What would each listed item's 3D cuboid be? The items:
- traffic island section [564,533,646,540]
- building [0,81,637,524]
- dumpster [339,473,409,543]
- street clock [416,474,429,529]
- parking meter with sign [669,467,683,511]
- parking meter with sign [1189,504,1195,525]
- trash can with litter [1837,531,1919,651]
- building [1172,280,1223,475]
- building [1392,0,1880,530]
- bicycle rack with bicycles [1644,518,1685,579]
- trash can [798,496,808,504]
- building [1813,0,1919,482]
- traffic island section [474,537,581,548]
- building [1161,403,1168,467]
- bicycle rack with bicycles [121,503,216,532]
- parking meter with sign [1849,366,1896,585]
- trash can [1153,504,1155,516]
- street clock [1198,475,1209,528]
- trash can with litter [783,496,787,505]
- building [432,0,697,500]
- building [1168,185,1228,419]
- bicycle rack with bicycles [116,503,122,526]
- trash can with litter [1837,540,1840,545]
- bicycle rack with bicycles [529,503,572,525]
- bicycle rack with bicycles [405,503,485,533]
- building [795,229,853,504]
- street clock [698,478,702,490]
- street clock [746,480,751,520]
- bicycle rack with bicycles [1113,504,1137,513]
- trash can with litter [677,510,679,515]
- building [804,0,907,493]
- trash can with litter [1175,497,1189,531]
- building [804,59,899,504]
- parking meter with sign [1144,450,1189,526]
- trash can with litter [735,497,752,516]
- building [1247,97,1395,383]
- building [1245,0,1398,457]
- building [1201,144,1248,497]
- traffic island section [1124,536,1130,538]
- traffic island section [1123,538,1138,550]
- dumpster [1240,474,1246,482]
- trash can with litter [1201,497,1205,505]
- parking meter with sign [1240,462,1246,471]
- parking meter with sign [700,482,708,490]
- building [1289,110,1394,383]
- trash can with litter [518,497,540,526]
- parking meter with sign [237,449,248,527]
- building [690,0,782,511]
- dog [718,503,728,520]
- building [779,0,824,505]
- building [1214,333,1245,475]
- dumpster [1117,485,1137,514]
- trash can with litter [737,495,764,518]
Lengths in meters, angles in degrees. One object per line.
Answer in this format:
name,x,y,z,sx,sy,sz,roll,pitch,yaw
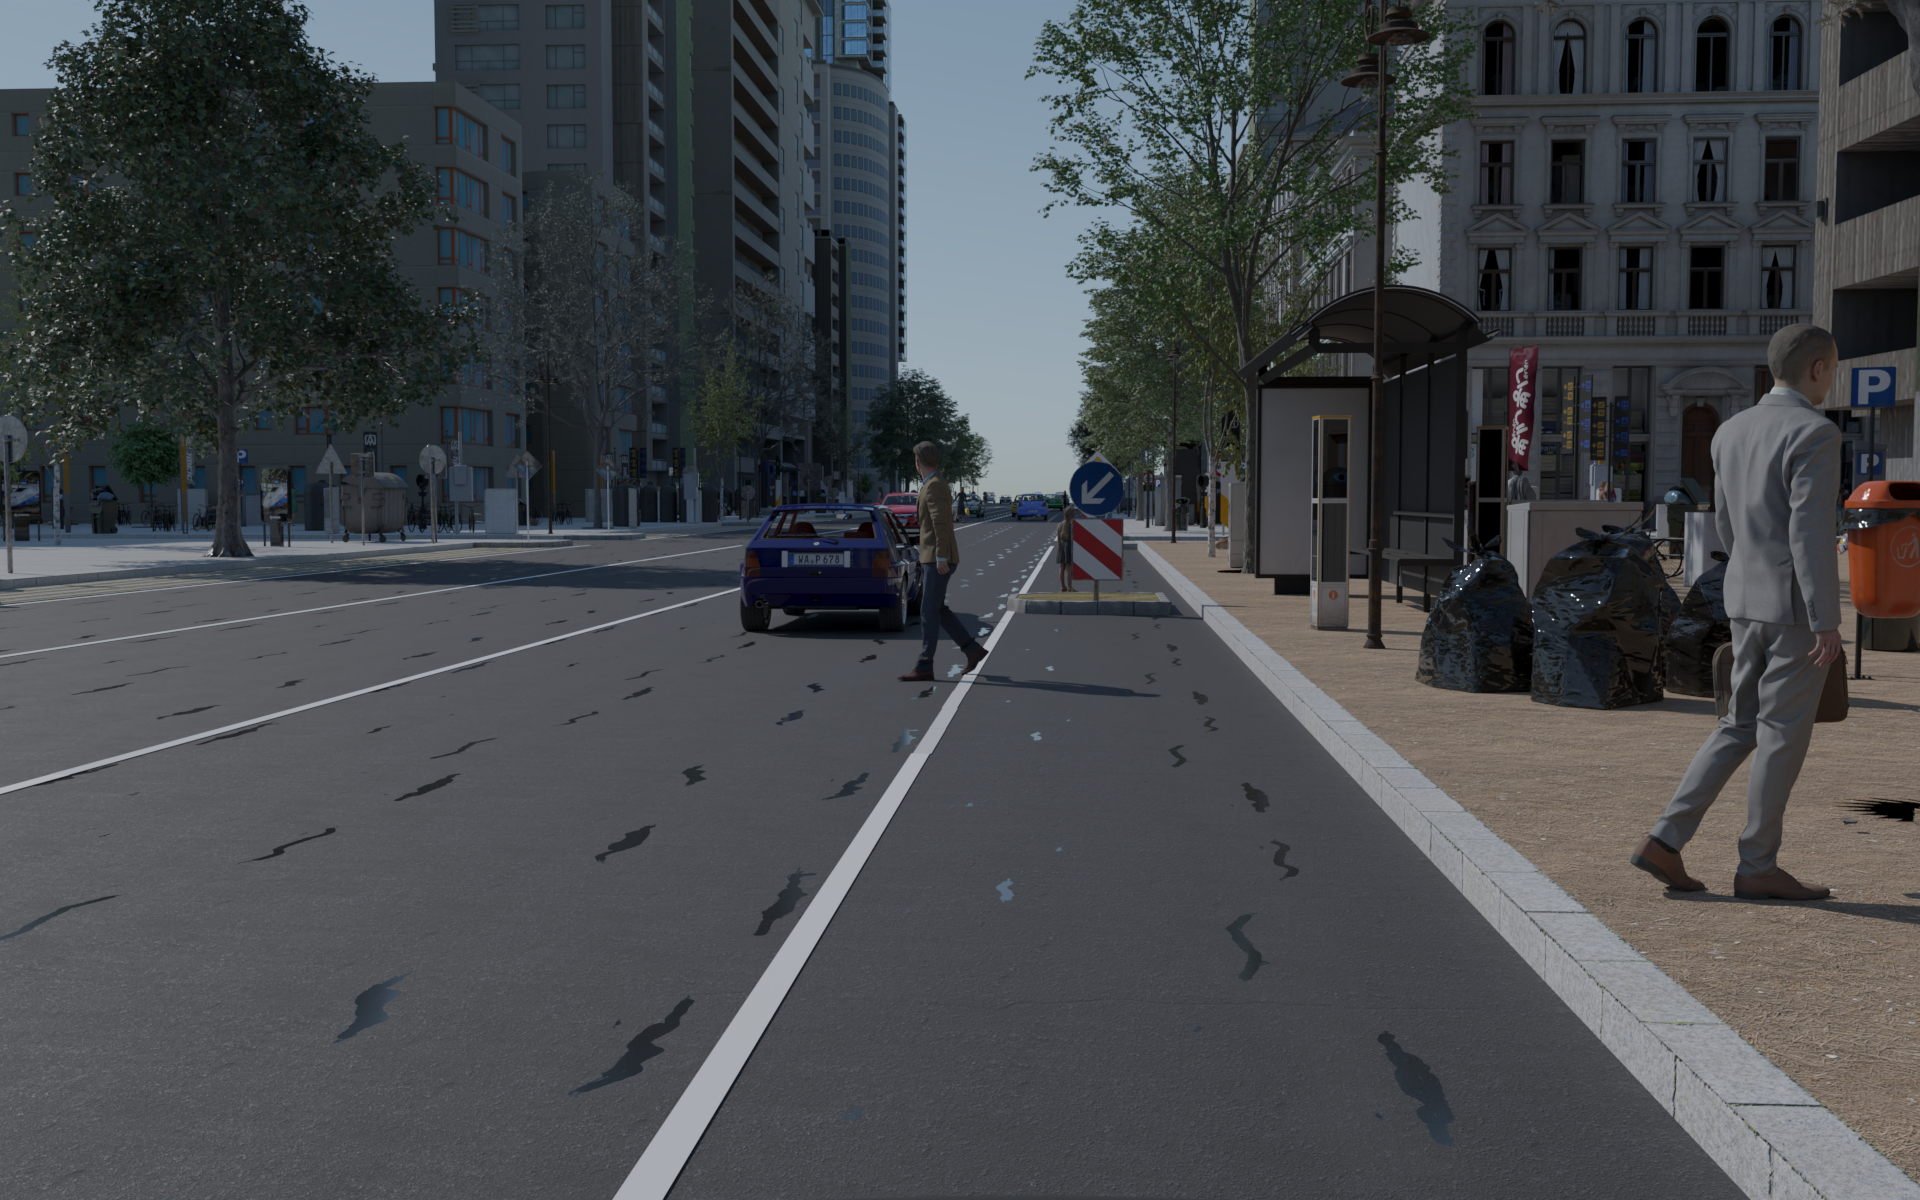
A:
traffic island section,-11.225,-2.012,55.183,2.009,0.180,2.903,0,4,4
building,-33.854,-14.871,88.180,27.650,21.520,28.899,0,4,4
dumpster,-15.706,-2.487,46.414,1.264,1.857,1.865,0,4,4
street clock,-19.664,-3.598,63.393,0.471,2.002,0.358,3,5,39
parking meter with sign,-18.149,-7.137,112.948,0.543,3.016,1.738,3,4,37
parking meter with sign,8.722,-4.565,70.892,1.738,3.016,0.543,1,4,11
trash can with litter,7.815,-0.183,14.385,1.055,1.170,0.624,-2,4,-35
building,35.574,-28.368,235.510,14.160,30.474,14.107,0,4,4
building,26.700,-14.481,65.649,19.941,23.489,11.050,0,4,4
bicycle rack with bicycles,10.079,-0.796,26.392,2.852,0.926,2.925,-2,4,-30
trash can,-10.584,-6.430,116.791,0.748,1.137,0.748,0,3,0
building,22.172,-15.680,28.072,14.160,30.474,14.107,0,4,4
traffic island section,-11.800,-1.525,47.219,2.009,0.180,2.903,0,4,4
building,42.926,-37.738,271.640,22.147,44.769,28.867,0,4,4
bicycle rack with bicycles,-26.831,-2.835,59.729,2.852,0.926,2.925,-1,4,-8
parking meter with sign,12.927,-1.731,24.564,0.543,3.016,1.738,2,4,28
trash can,11.238,-5.571,102.736,0.748,1.137,0.748,0,3,0
street clock,9.152,-3.704,65.124,0.358,2.002,0.471,-2,4,-24
trash can with litter,-12.247,-6.650,120.107,0.624,1.170,1.055,0,4,-3
building,-26.677,-26.626,118.933,14.154,41.232,14.086,0,4,4
building,37.433,-36.696,250.095,14.600,45.320,14.200,0,4,4
bicycle rack with bicycles,-33.947,-3.539,71.242,2.852,0.926,2.925,0,4,-3
trash can with litter,21.642,-1.991,43.610,1.678,1.210,2.233,0,4,-5
bicycle rack with bicycles,-17.302,-3.633,72.788,2.852,0.926,2.925,1,4,9
bicycle rack with bicycles,-16.898,-2.705,57.613,2.852,0.926,2.925,-2,4,-30
building,-19.565,-25.450,187.806,14.160,30.474,14.107,0,4,4
street clock,-12.048,-4.601,79.799,0.358,2.002,0.471,0,4,1
street clock,-10.510,-4.983,86.036,0.358,2.002,0.471,-1,4,-10
bicycle rack with bicycles,11.887,-6.207,114.870,2.925,0.926,2.852,3,5,45
trash can with litter,-17.282,-5.708,104.720,0.624,1.170,1.055,2,4,30
building,-18.577,-58.310,266.036,22.319,86.520,31.000,0,4,4
trash can with litter,7.624,-3.011,60.623,0.624,1.170,1.055,-1,4,-14
building,-20.377,-42.507,236.988,21.231,58.520,28.212,0,4,4
parking meter with sign,8.195,-4.463,69.235,1.738,3.016,0.543,-2,4,-33
trash can with litter,-13.009,-5.640,103.603,0.624,1.170,1.055,1,4,20
building,26.235,-19.423,114.826,12.463,27.353,25.104,0,4,4
building,29.217,-27.574,134.434,14.154,41.232,14.086,0,4,4
building,40.884,-29.952,181.598,32.217,40.220,23.993,0,4,4
traffic island section,4.276,-1.944,54.063,2.009,0.180,2.903,0,4,4
traffic island section,3.701,-1.457,46.098,2.009,0.180,2.903,0,4,4
dumpster,7.982,-2.637,45.611,1.502,2.255,1.985,0,4,4
trash can with litter,12.537,-5.021,93.145,2.233,1.210,1.678,1,4,15
parking meter with sign,15.164,-5.964,93.766,0.543,3.016,1.738,1,4,20
parking meter with sign,-16.578,-7.049,111.513,1.738,3.016,0.543,-3,4,-38
building,24.467,-15.645,91.953,11.583,22.565,21.152,0,4,4
trash can with litter,-17.496,-3.585,70.000,1.055,1.170,0.624,0,4,-1
parking meter with sign,-28.353,-4.401,68.224,0.543,3.016,1.738,-2,4,-25
building,-27.029,-31.682,141.696,21.300,48.544,21.600,0,4,4
dog,-11.781,-4.386,86.098,0.513,0.831,0.800,0,4,-5
building,-28.960,-35.323,166.773,28.713,52.752,27.495,0,4,4
building,37.807,-19.014,155.925,27.650,21.520,28.899,0,4,4
dumpster,10.638,-6.403,110.446,1.264,1.857,1.865,0,4,4
trash can with litter,-11.275,-4.990,92.643,1.678,1.210,2.233,2,4,29
